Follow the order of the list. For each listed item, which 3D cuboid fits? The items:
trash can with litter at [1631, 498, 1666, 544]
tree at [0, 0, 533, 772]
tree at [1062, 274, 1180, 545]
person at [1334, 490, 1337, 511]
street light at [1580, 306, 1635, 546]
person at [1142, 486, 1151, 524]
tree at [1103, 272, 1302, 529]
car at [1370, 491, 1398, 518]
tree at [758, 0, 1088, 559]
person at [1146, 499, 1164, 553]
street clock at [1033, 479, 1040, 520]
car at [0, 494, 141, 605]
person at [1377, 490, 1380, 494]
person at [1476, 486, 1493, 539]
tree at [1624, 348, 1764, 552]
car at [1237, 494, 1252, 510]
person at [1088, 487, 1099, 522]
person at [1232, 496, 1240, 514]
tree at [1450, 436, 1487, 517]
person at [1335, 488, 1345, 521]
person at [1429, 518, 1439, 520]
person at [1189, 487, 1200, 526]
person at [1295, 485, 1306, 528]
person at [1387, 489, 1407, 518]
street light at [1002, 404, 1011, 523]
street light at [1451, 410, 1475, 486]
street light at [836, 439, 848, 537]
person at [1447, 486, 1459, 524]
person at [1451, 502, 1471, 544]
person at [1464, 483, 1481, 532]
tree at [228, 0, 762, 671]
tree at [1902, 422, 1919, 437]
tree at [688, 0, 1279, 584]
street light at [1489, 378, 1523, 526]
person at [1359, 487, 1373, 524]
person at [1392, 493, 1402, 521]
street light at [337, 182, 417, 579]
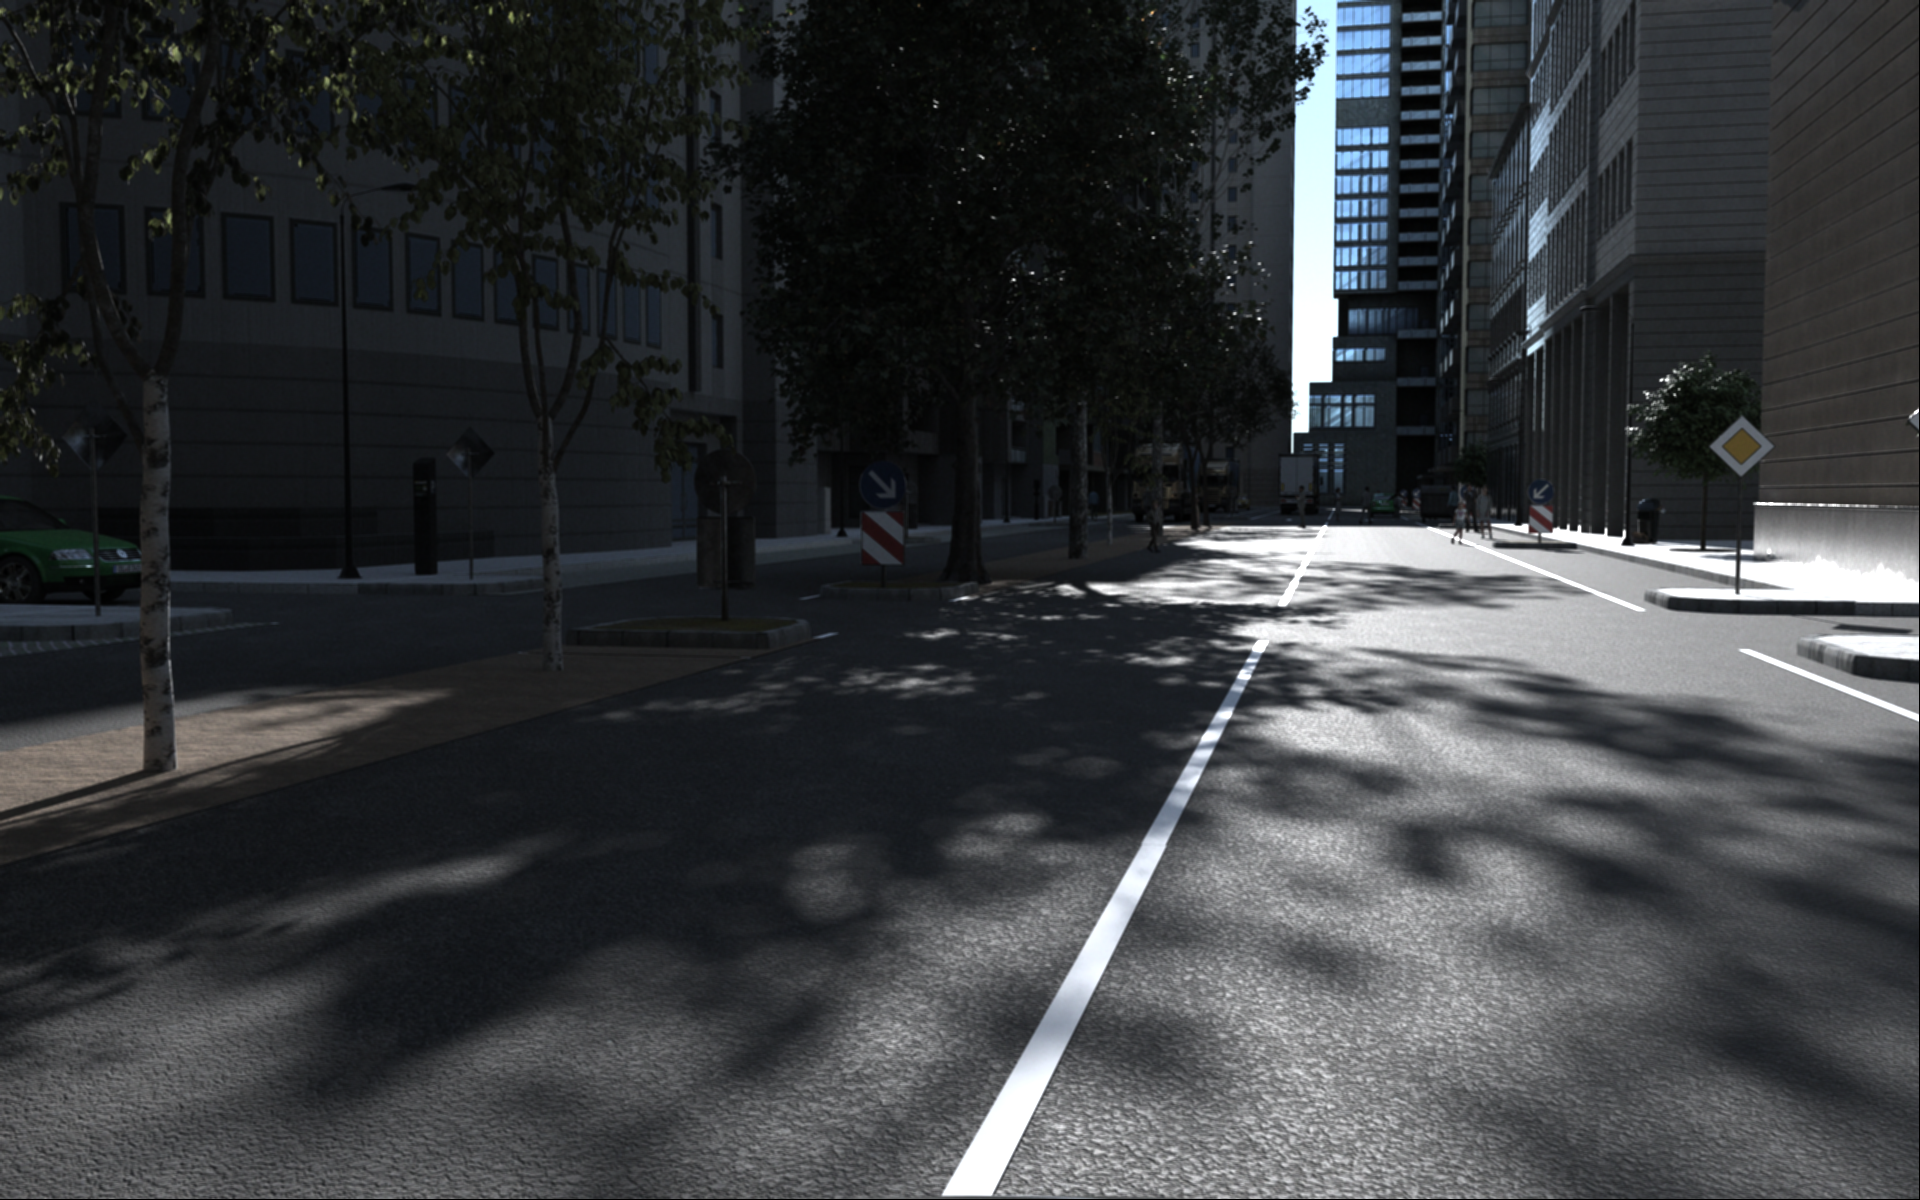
[{"bbox_3d":[17.763,-2.041,44.762,0.624,1.170,1.055,3,5,39],"label":"trash can with litter"},{"bbox_3d":[-4.096,-3.431,8.921,4.360,8.622,3.978,0,3,0],"label":"tree"},{"bbox_3d":[4.181,-5.826,48.082,4.737,8.622,4.395,0,3,0],"label":"tree"},{"bbox_3d":[32.210,-8.554,148.350,0.705,1.826,1.348,0,4,4],"label":"person"},{"bbox_3d":[16.031,-4.303,42.902,1.470,5.913,1.316,1,4,12],"label":"street light"},{"bbox_3d":[8.988,-4.573,83.449,0.537,1.800,0.526,-1,4,-19],"label":"person"},{"bbox_3d":[9.633,-8.176,70.540,8.767,10.594,7.601,1,4,12],"label":"tree"},{"bbox_3d":[26.134,-5.995,106.806,1.959,1.807,4.718,1,4,12],"label":"car"},{"bbox_3d":[1.609,-11.034,38.747,12.611,20.169,13.585,0,3,0],"label":"tree"},{"bbox_3d":[4.798,-1.820,42.528,0.475,1.303,0.640,-2,4,-32],"label":"person"},{"bbox_3d":[3.798,-4.971,85.849,0.358,2.002,0.471,-1,4,-10],"label":"street clock"},{"bbox_3d":[-13.020,-0.855,22.782,4.718,1.807,1.959,1,4,12],"label":"car"},{"bbox_3d":[31.448,-7.381,130.096,0.541,1.710,0.530,-3,5,-44],"label":"person"},{"bbox_3d":[16.851,-2.822,55.640,0.512,1.701,0.522,1,4,15],"label":"person"},{"bbox_3d":[16.801,-3.374,38.884,4.285,4.588,4.351,0,3,0],"label":"tree"},{"bbox_3d":[25.045,-8.843,154.813,2.015,1.641,3.980,1,4,10],"label":"car"},{"bbox_3d":[6.917,-4.936,89.547,0.601,1.785,0.444,0,4,-5],"label":"person"},{"bbox_3d":[19.940,-7.092,125.369,0.530,1.710,0.541,0,4,-8],"label":"person"},{"bbox_3d":[29.639,-7.036,98.751,4.285,4.588,4.351,0,3,0],"label":"tree"},{"bbox_3d":[19.985,-5.016,91.076,0.524,1.755,0.480,1,4,13],"label":"person"},{"bbox_3d":[26.106,-5.329,95.731,0.391,1.810,0.635,-3,5,-41],"label":"person"},{"bbox_3d":[10.422,-4.138,76.710,0.519,1.759,0.362,-3,4,-37],"label":"person"},{"bbox_3d":[14.576,-4.008,74.211,0.466,1.800,0.511,-1,4,-10],"label":"person"},{"bbox_3d":[26.118,-5.763,103.547,1.217,1.723,0.721,0,4,-5],"label":"person"},{"bbox_3d":[2.619,-6.411,77.359,1.470,5.913,1.316,1,4,12],"label":"street light"},{"bbox_3d":[27.646,-7.498,95.127,1.470,5.913,1.316,1,4,12],"label":"street light"},{"bbox_3d":[-3.021,-4.846,51.779,1.470,5.913,1.316,1,4,12],"label":"street light"},{"bbox_3d":[22.992,-4.406,80.559,0.660,1.820,0.620,-3,4,-39],"label":"person"},{"bbox_3d":[14.356,-2.208,49.617,0.505,1.210,0.382,0,4,4],"label":"person"},{"bbox_3d":[19.287,-3.481,65.224,0.655,1.846,0.447,0,4,0],"label":"person"},{"bbox_3d":[-3.302,-3.711,13.498,4.737,8.622,4.395,0,3,0],"label":"tree"},{"bbox_3d":[12.137,-1.564,20.176,1.663,3.219,1.824,0,3,0],"label":"tree"},{"bbox_3d":[0.123,-6.610,27.546,9.611,12.733,9.660,0,3,0],"label":"tree"},{"bbox_3d":[21.911,-5.934,69.557,1.470,5.913,1.316,1,4,12],"label":"street light"},{"bbox_3d":[19.492,-4.551,83.180,0.850,1.792,0.678,-3,4,-39],"label":"person"},{"bbox_3d":[23.487,-5.014,93.068,0.503,1.515,0.523,0,4,-6],"label":"person"},{"bbox_3d":[-8.761,-3.273,26.058,1.470,5.913,1.316,1,4,12],"label":"street light"}]
